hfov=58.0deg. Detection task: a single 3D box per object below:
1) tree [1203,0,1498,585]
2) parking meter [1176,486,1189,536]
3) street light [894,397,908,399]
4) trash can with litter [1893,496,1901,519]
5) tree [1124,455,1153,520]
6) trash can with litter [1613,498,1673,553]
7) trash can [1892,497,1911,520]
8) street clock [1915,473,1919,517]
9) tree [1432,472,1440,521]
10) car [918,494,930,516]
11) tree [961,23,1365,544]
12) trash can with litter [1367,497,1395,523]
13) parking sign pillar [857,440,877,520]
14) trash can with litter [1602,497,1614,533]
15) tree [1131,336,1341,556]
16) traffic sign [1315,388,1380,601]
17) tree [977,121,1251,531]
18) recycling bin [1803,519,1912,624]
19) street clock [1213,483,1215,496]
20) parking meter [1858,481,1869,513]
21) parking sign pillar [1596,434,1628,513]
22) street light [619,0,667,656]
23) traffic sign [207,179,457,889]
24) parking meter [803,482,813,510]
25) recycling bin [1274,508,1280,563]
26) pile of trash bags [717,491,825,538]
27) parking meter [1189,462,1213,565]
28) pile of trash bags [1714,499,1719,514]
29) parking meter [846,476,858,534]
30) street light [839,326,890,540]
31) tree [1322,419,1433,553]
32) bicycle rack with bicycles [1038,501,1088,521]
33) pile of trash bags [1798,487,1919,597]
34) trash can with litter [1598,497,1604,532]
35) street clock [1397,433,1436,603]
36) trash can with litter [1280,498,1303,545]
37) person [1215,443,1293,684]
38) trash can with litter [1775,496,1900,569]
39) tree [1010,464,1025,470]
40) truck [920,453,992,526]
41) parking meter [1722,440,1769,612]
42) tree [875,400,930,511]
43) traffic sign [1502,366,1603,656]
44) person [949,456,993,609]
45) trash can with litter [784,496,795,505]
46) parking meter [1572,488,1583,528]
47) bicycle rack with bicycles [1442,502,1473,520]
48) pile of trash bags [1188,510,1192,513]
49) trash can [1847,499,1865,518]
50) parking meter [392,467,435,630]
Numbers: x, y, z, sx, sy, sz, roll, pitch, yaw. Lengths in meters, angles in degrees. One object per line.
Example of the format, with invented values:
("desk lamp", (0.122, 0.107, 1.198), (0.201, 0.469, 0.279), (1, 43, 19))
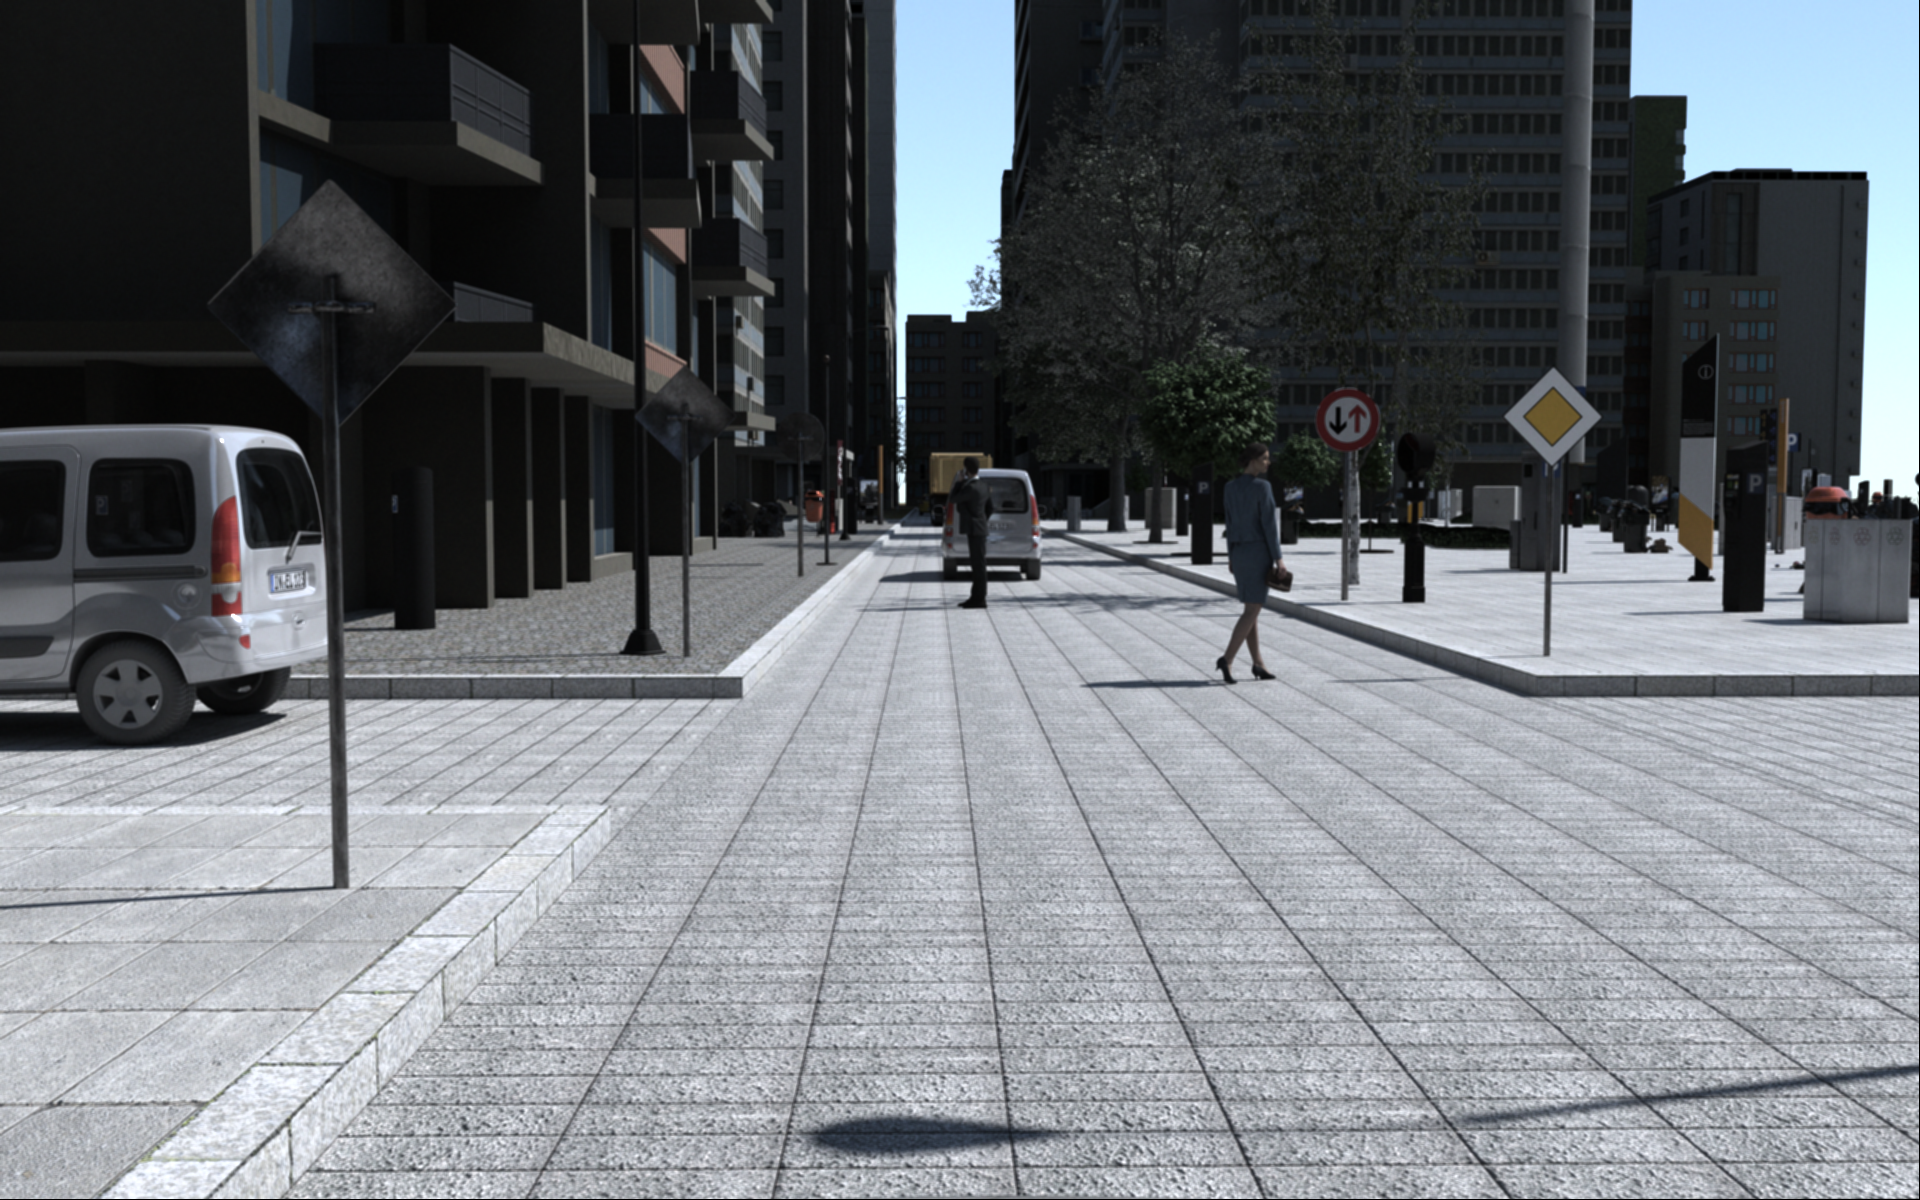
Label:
("tree", (5.514, -4.510, 24.097), (4.360, 8.622, 3.978), (0, 3, 0))
("parking meter", (6.827, -2.738, 53.175), (0.372, 1.533, 0.369), (0, 3, 0))
("street light", (-3.199, -6.744, 82.799), (1.470, 5.913, 1.316), (0, 4, -1))
("trash can with litter", (35.250, -3.332, 65.529), (1.678, 1.210, 2.233), (3, 5, 39))
("tree", (8.781, -5.615, 86.413), (1.663, 3.219, 1.824), (0, 3, 0))
("trash can with litter", (14.979, -1.618, 37.843), (1.055, 1.170, 0.624), (0, 3, 0))
("trash can", (39.424, -3.721, 72.493), (0.748, 1.137, 0.748), (0, 3, 0))
("street clock", (31.352, -3.168, 56.361), (0.471, 2.002, 0.358), (0, 4, 1))
("tree", (21.901, -5.328, 81.712), (1.663, 3.219, 1.824), (0, 3, 0))
("car", (-1.861, -6.489, 116.313), (2.015, 1.641, 3.980), (0, 4, 0))
("tree", (5.226, -8.217, 44.720), (12.009, 13.543, 11.850), (0, 3, 0))
("trash can with litter", (15.345, -3.186, 63.477), (1.055, 1.170, 0.624), (-1, 4, -15))
("parking sign pillar", (-4.723, -5.937, 85.542), (1.447, 3.967, 1.447), (1, 4, 9))
("trash can with litter", (17.771, -2.115, 45.962), (1.055, 1.170, 0.624), (0, 4, -8))
("tree", (5.192, -3.215, 36.287), (4.285, 4.588, 4.351), (0, 3, 0))
("traffic sign", (4.642, -1.267, 20.824), (0.768, 2.556, 0.104), (0, 4, 4))
("tree", (5.350, -9.371, 59.875), (9.857, 13.997, 8.962), (0, 3, 0))
("recycling bin", (9.047, -0.301, 17.476), (0.722, 1.027, 0.722), (0, 4, -5))
("street clock", (11.524, -4.581, 79.476), (0.358, 2.002, 0.471), (1, 4, 20))
("parking meter", (39.482, -4.281, 75.701), (0.255, 1.863, 0.399), (-1, 4, -18))
("parking sign pillar", (29.410, -5.483, 78.120), (1.447, 3.967, 1.447), (2, 4, 27))
("street light", (-2.006, -2.520, 13.743), (1.470, 5.913, 1.316), (0, 4, -1))
("traffic sign", (-2.015, -0.119, 5.583), (0.795, 2.450, 0.064), (0, 4, -1))
("parking meter", (-7.136, -4.628, 81.384), (0.399, 1.863, 0.255), (-2, 4, -27))
("recycling bin", (5.473, -1.201, 32.186), (0.722, 1.027, 0.722), (3, 4, 38))
("pile of trash bags", (-5.616, -2.563, 51.651), (3.447, 1.369, 1.912), (1, 4, 20))
("parking meter", (4.378, -1.573, 31.435), (0.399, 1.863, 0.255), (0, 4, -2))
("pile of trash bags", (35.621, -4.417, 81.968), (3.447, 1.369, 1.912), (-3, 5, -43))
("parking meter", (-3.481, -3.042, 55.443), (0.399, 1.863, 0.255), (1, 4, 12))
("street light", (-2.654, -4.612, 47.949), (1.470, 5.913, 1.316), (0, 4, -1))
("tree", (9.048, -2.652, 37.966), (1.663, 3.219, 1.824), (0, 3, 0))
("bicycle rack with bicycles", (5.026, -4.320, 84.018), (2.852, 0.926, 2.925), (0, 4, -6))
("pile of trash bags", (11.631, -0.750, 22.021), (3.447, 1.369, 1.912), (-3, 5, -41))
("trash can with litter", (22.016, -2.877, 58.419), (0.624, 1.170, 1.055), (-1, 4, -15))
("street clock", (5.381, -0.973, 20.480), (0.358, 2.002, 0.471), (-1, 4, -19))
("trash can with litter", (8.156, -1.999, 44.077), (1.055, 1.170, 0.624), (0, 4, -7))
("person", (2.183, -0.286, 13.208), (0.654, 1.822, 0.581), (-1, 4, -22))
("trash can with litter", (15.026, -1.154, 29.918), (1.678, 1.210, 2.233), (3, 4, 37))
("tree", (3.634, -7.084, 110.431), (1.663, 3.219, 1.824), (0, 3, 0))
("truck", (-0.064, -5.165, 80.365), (3.469, 3.379, 9.791), (0, 4, -2))
("parking meter", (8.544, -0.804, 18.860), (0.399, 1.863, 0.255), (-1, 4, -17))
("tree", (-4.651, -11.222, 133.846), (4.737, 8.622, 4.395), (0, 3, 0))
("traffic sign", (4.646, -0.613, 13.660), (0.795, 2.450, 0.064), (0, 4, -1))
("person", (0.132, -0.850, 21.758), (0.474, 1.900, 0.648), (1, 4, 14))
("trash can with litter", (-8.490, -4.429, 83.805), (1.055, 1.170, 0.624), (2, 4, 23))
("parking meter", (23.652, -3.540, 66.297), (0.372, 1.533, 0.369), (0, 3, 0))
("bicycle rack with bicycles", (24.888, -4.237, 82.652), (2.852, 0.926, 2.925), (-2, 4, -32))
("pile of trash bags", (11.695, -4.756, 87.511), (1.912, 1.369, 3.447), (1, 4, 20))
("trash can", (27.152, -2.513, 52.747), (0.748, 1.137, 0.748), (0, 3, 0))
("parking meter", (-5.194, -0.493, 16.465), (0.372, 1.533, 0.369), (0, 3, 0))
